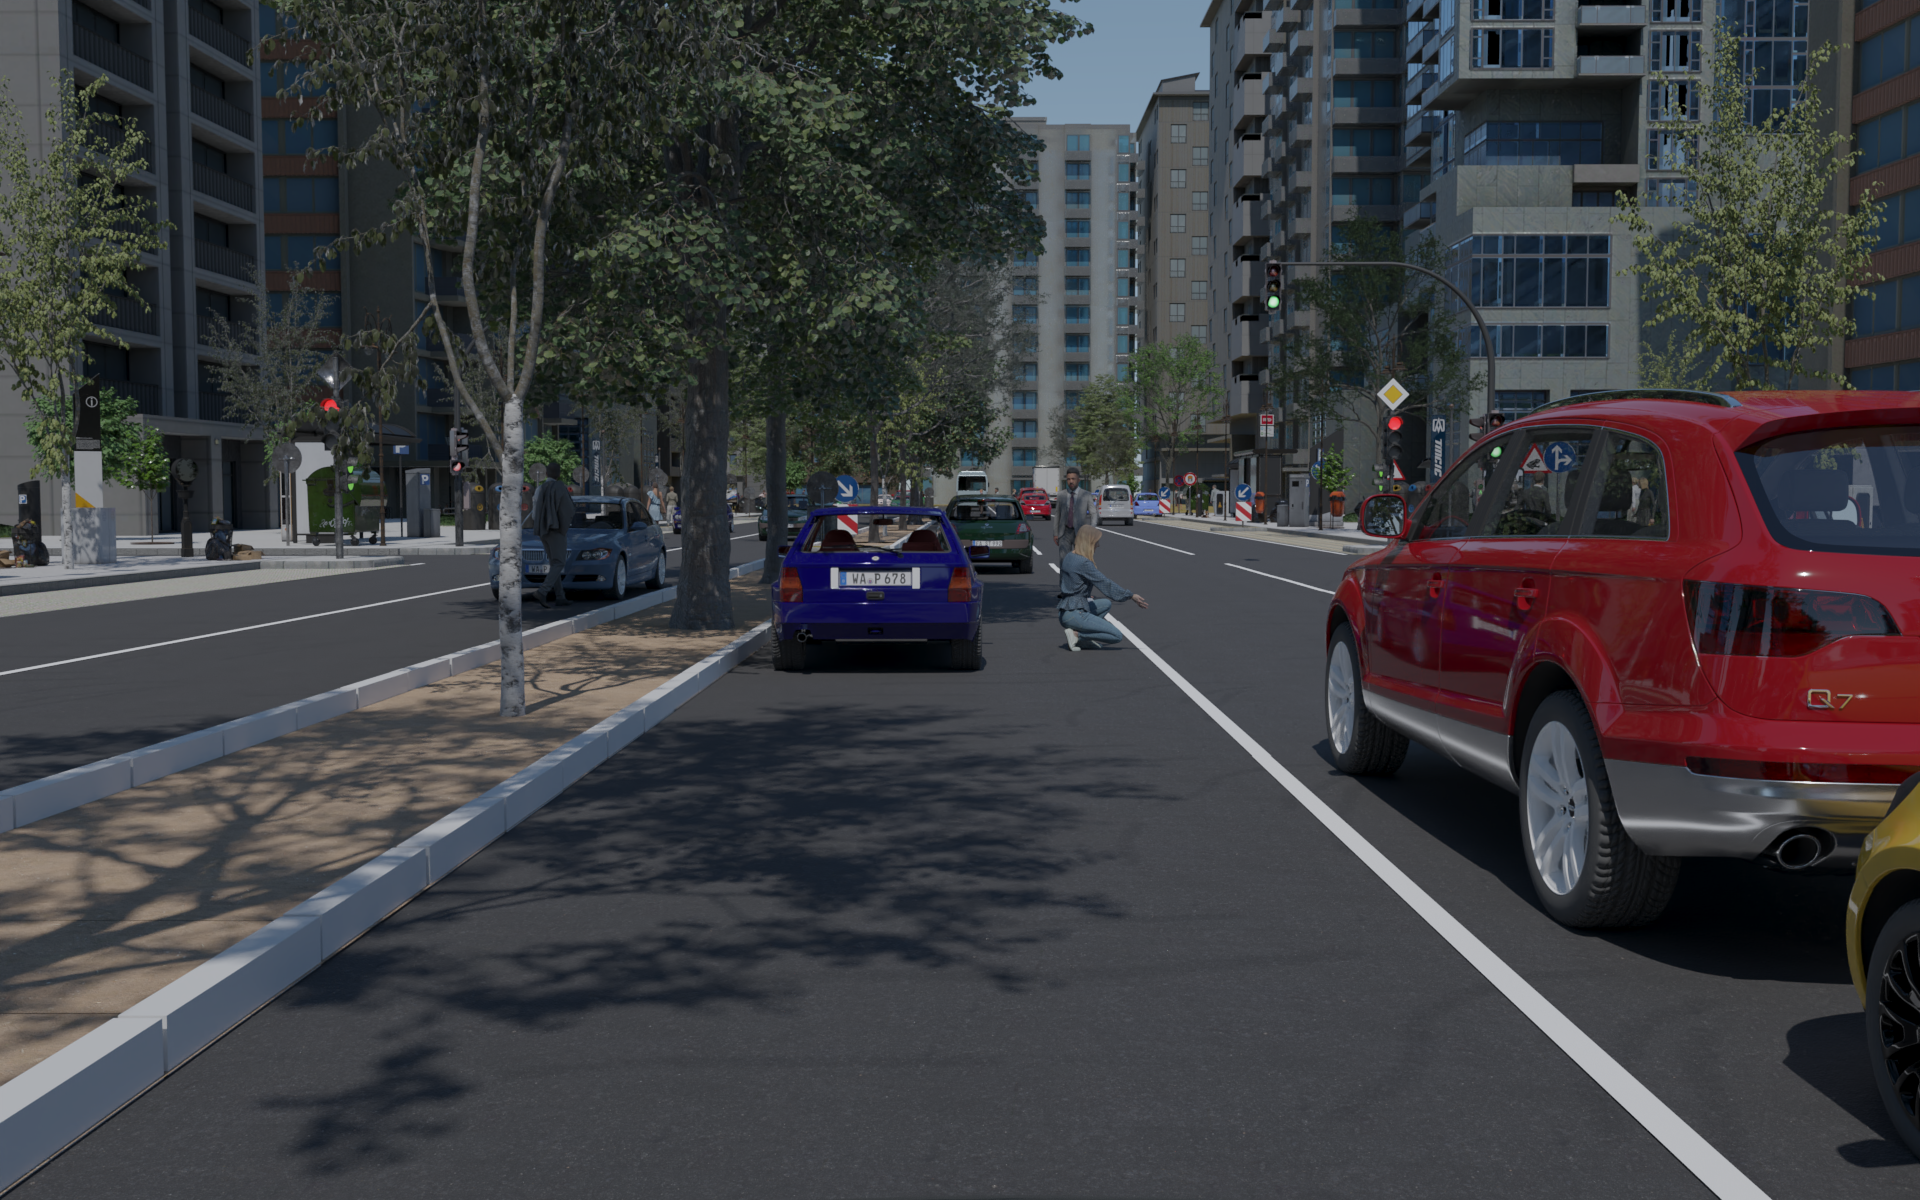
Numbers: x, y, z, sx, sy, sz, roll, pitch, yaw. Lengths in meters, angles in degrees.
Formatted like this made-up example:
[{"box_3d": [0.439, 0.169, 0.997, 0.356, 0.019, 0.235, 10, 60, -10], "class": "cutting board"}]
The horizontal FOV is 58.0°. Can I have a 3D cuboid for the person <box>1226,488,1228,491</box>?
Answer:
[{"box_3d": [19.236, -7.268, 125.587, 1.217, 1.735, 0.721, -2, 4, -26], "class": "person"}]

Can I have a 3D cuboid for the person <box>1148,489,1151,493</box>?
[{"box_3d": [20.758, -11.176, 188.905, 0.705, 1.807, 1.348, -2, 4, -28], "class": "person"}]

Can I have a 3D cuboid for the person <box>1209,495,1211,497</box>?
[{"box_3d": [22.648, -9.390, 160.248, 1.217, 1.739, 0.721, 0, 4, 1], "class": "person"}]

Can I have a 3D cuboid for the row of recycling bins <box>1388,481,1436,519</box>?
[{"box_3d": [15.010, -2.964, 55.570, 1.069, 1.692, 3.534, -2, 4, -24], "class": "row of recycling bins"}]

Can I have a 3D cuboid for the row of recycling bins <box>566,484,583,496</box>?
[{"box_3d": [-16.879, -4.017, 72.794, 1.069, 1.692, 3.534, 1, 4, 13], "class": "row of recycling bins"}]

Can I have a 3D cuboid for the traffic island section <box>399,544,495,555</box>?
[{"box_3d": [-12.250, -1.227, 42.337, 2.009, 0.180, 2.903, 0, 4, 0], "class": "traffic island section"}]

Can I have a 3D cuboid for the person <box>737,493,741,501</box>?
[{"box_3d": [-24.836, -11.347, 194.790, 0.599, 1.433, 0.991, 1, 4, 19], "class": "person"}]

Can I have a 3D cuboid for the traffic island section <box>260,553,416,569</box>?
[{"box_3d": [-12.317, -0.738, 34.352, 2.009, 0.180, 2.903, 0, 4, 0], "class": "traffic island section"}]

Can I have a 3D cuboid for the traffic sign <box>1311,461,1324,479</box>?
[{"box_3d": [13.758, -4.029, 65.977, 0.768, 2.556, 0.104, 0, 4, 8], "class": "traffic sign"}]

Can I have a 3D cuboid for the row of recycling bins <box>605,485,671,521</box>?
[{"box_3d": [-15.004, -4.519, 81.005, 1.069, 1.692, 3.534, 3, 5, 43], "class": "row of recycling bins"}]

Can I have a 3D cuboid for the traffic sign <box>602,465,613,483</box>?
[{"box_3d": [-15.650, -4.657, 76.243, 0.768, 2.556, 0.104, 1, 4, 8], "class": "traffic sign"}]

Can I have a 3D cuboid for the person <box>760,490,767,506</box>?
[{"box_3d": [-21.693, -11.316, 191.775, 1.217, 1.736, 0.721, -1, 4, -10], "class": "person"}]

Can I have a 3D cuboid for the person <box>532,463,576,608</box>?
[{"box_3d": [-5.133, -0.816, 21.935, 0.679, 1.850, 0.850, 2, 4, 26], "class": "person"}]

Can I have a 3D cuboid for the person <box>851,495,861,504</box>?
[{"box_3d": [-7.489, -6.935, 121.964, 1.350, 1.814, 0.705, -3, 5, -39], "class": "person"}]

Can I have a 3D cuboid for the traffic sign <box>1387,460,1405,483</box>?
[{"box_3d": [16.063, -3.930, 64.263, 0.884, 2.594, 0.081, 0, 4, 5], "class": "traffic sign"}]

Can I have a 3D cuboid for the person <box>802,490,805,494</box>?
[{"box_3d": [-16.793, -11.041, 187.012, 0.568, 1.767, 0.683, -1, 4, -22], "class": "person"}]

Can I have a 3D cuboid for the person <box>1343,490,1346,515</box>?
[{"box_3d": [21.072, -5.474, 95.324, 0.755, 1.850, 0.659, 2, 4, 34], "class": "person"}]

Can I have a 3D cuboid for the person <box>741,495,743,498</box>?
[{"box_3d": [-20.486, -9.749, 165.378, 0.705, 1.831, 1.348, 2, 4, 24], "class": "person"}]

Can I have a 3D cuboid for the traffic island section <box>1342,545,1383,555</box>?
[{"box_3d": [10.490, -1.215, 42.142, 2.009, 0.180, 2.903, 0, 4, 0], "class": "traffic island section"}]

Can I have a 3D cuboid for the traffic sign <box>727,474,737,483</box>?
[{"box_3d": [-14.311, -6.605, 108.092, 0.768, 2.556, 0.104, 0, 4, 6], "class": "traffic sign"}]

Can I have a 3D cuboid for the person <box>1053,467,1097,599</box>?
[{"box_3d": [1.554, -0.900, 23.484, 0.678, 1.792, 0.850, 1, 4, 18], "class": "person"}]

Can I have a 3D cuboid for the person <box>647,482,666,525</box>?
[{"box_3d": [-9.685, -2.851, 55.202, 0.616, 1.811, 0.778, 0, 4, -5], "class": "person"}]

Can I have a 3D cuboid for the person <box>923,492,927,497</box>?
[{"box_3d": [-3.861, -10.579, 181.990, 1.217, 1.766, 0.721, 2, 4, 25], "class": "person"}]

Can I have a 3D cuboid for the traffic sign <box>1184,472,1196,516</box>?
[{"box_3d": [13.514, -6.219, 101.781, 0.768, 2.556, 0.104, 0, 4, 3], "class": "traffic sign"}]

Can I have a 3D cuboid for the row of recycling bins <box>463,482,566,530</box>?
[{"box_3d": [-16.112, -3.368, 62.177, 3.534, 1.692, 1.069, -1, 4, -22], "class": "row of recycling bins"}]

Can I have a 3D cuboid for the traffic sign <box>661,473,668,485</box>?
[{"box_3d": [-17.330, -6.146, 100.593, 0.768, 2.556, 0.104, 0, 4, 6], "class": "traffic sign"}]

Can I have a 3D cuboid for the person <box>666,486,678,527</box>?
[{"box_3d": [-12.450, -4.023, 74.823, 0.519, 1.759, 0.362, -1, 4, -16], "class": "person"}]

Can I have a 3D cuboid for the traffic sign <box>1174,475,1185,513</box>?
[{"box_3d": [14.700, -7.099, 116.170, 0.768, 2.556, 0.104, 0, 4, 4], "class": "traffic sign"}]

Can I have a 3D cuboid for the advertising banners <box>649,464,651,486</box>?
[{"box_3d": [-17.587, -6.213, 97.763, 0.090, 3.025, 2.074, 0, 4, -3], "class": "advertising banners"}]

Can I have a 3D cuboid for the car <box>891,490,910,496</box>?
[{"box_3d": [-4.988, -8.998, 155.792, 2.281, 1.827, 5.304, 0, 4, 2], "class": "car"}]

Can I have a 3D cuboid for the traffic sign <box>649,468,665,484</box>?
[{"box_3d": [-14.747, -5.147, 84.256, 0.768, 2.556, 0.104, 0, 4, 2], "class": "traffic sign"}]

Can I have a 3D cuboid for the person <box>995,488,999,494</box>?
[{"box_3d": [2.003, -5.387, 96.761, 0.466, 1.800, 0.511, -1, 4, -20], "class": "person"}]

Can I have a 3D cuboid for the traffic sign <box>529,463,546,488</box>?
[{"box_3d": [-17.233, -4.319, 70.715, 0.768, 2.556, 0.104, 0, 4, 8], "class": "traffic sign"}]

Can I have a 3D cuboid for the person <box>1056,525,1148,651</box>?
[{"box_3d": [1.232, -0.125, 16.043, 0.738, 1.151, 1.012, -1, 4, -13], "class": "person"}]

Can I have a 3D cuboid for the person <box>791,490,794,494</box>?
[{"box_3d": [-18.521, -11.350, 191.559, 1.348, 1.831, 0.705, 3, 5, 40], "class": "person"}]

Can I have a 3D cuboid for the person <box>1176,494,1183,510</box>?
[{"box_3d": [17.601, -7.869, 137.895, 0.799, 1.438, 0.628, 1, 4, 21], "class": "person"}]

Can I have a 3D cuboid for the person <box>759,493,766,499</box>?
[{"box_3d": [-20.206, -10.232, 176.528, 0.628, 1.438, 0.799, 1, 4, 12], "class": "person"}]

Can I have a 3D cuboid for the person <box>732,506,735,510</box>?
[{"box_3d": [-18.263, -8.080, 138.826, 0.721, 1.739, 1.217, 0, 4, 8], "class": "person"}]

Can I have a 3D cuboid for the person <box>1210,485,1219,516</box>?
[{"box_3d": [14.760, -5.745, 100.073, 0.635, 1.810, 0.391, -3, 4, -37], "class": "person"}]

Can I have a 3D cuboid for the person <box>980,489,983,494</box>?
[{"box_3d": [1.451, -6.914, 122.089, 0.434, 1.755, 0.990, 0, 4, 8], "class": "person"}]

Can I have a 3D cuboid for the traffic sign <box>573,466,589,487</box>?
[{"box_3d": [-17.373, -4.848, 79.376, 0.768, 2.556, 0.104, 0, 4, 3], "class": "traffic sign"}]

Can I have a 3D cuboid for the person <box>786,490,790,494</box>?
[{"box_3d": [-18.727, -11.128, 187.945, 1.348, 1.831, 0.705, 2, 4, 27], "class": "person"}]

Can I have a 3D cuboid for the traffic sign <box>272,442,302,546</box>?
[{"box_3d": [-16.635, -2.611, 42.804, 0.768, 2.556, 0.104, 0, 4, 3], "class": "traffic sign"}]

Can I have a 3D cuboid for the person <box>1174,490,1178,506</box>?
[{"box_3d": [22.300, -10.534, 179.074, 0.445, 1.727, 0.742, -1, 4, -10], "class": "person"}]

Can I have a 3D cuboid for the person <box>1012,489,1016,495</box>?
[{"box_3d": [3.561, -6.330, 112.540, 0.362, 1.759, 0.519, -1, 4, -10], "class": "person"}]

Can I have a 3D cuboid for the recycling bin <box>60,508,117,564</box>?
[{"box_3d": [-16.097, -1.190, 32.005, 0.722, 1.027, 0.722, 0, 4, -4], "class": "recycling bin"}]

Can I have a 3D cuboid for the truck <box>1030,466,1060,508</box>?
[{"box_3d": [8.623, -11.424, 175.700, 2.839, 4.237, 11.283, 0, 4, 1], "class": "truck"}]
